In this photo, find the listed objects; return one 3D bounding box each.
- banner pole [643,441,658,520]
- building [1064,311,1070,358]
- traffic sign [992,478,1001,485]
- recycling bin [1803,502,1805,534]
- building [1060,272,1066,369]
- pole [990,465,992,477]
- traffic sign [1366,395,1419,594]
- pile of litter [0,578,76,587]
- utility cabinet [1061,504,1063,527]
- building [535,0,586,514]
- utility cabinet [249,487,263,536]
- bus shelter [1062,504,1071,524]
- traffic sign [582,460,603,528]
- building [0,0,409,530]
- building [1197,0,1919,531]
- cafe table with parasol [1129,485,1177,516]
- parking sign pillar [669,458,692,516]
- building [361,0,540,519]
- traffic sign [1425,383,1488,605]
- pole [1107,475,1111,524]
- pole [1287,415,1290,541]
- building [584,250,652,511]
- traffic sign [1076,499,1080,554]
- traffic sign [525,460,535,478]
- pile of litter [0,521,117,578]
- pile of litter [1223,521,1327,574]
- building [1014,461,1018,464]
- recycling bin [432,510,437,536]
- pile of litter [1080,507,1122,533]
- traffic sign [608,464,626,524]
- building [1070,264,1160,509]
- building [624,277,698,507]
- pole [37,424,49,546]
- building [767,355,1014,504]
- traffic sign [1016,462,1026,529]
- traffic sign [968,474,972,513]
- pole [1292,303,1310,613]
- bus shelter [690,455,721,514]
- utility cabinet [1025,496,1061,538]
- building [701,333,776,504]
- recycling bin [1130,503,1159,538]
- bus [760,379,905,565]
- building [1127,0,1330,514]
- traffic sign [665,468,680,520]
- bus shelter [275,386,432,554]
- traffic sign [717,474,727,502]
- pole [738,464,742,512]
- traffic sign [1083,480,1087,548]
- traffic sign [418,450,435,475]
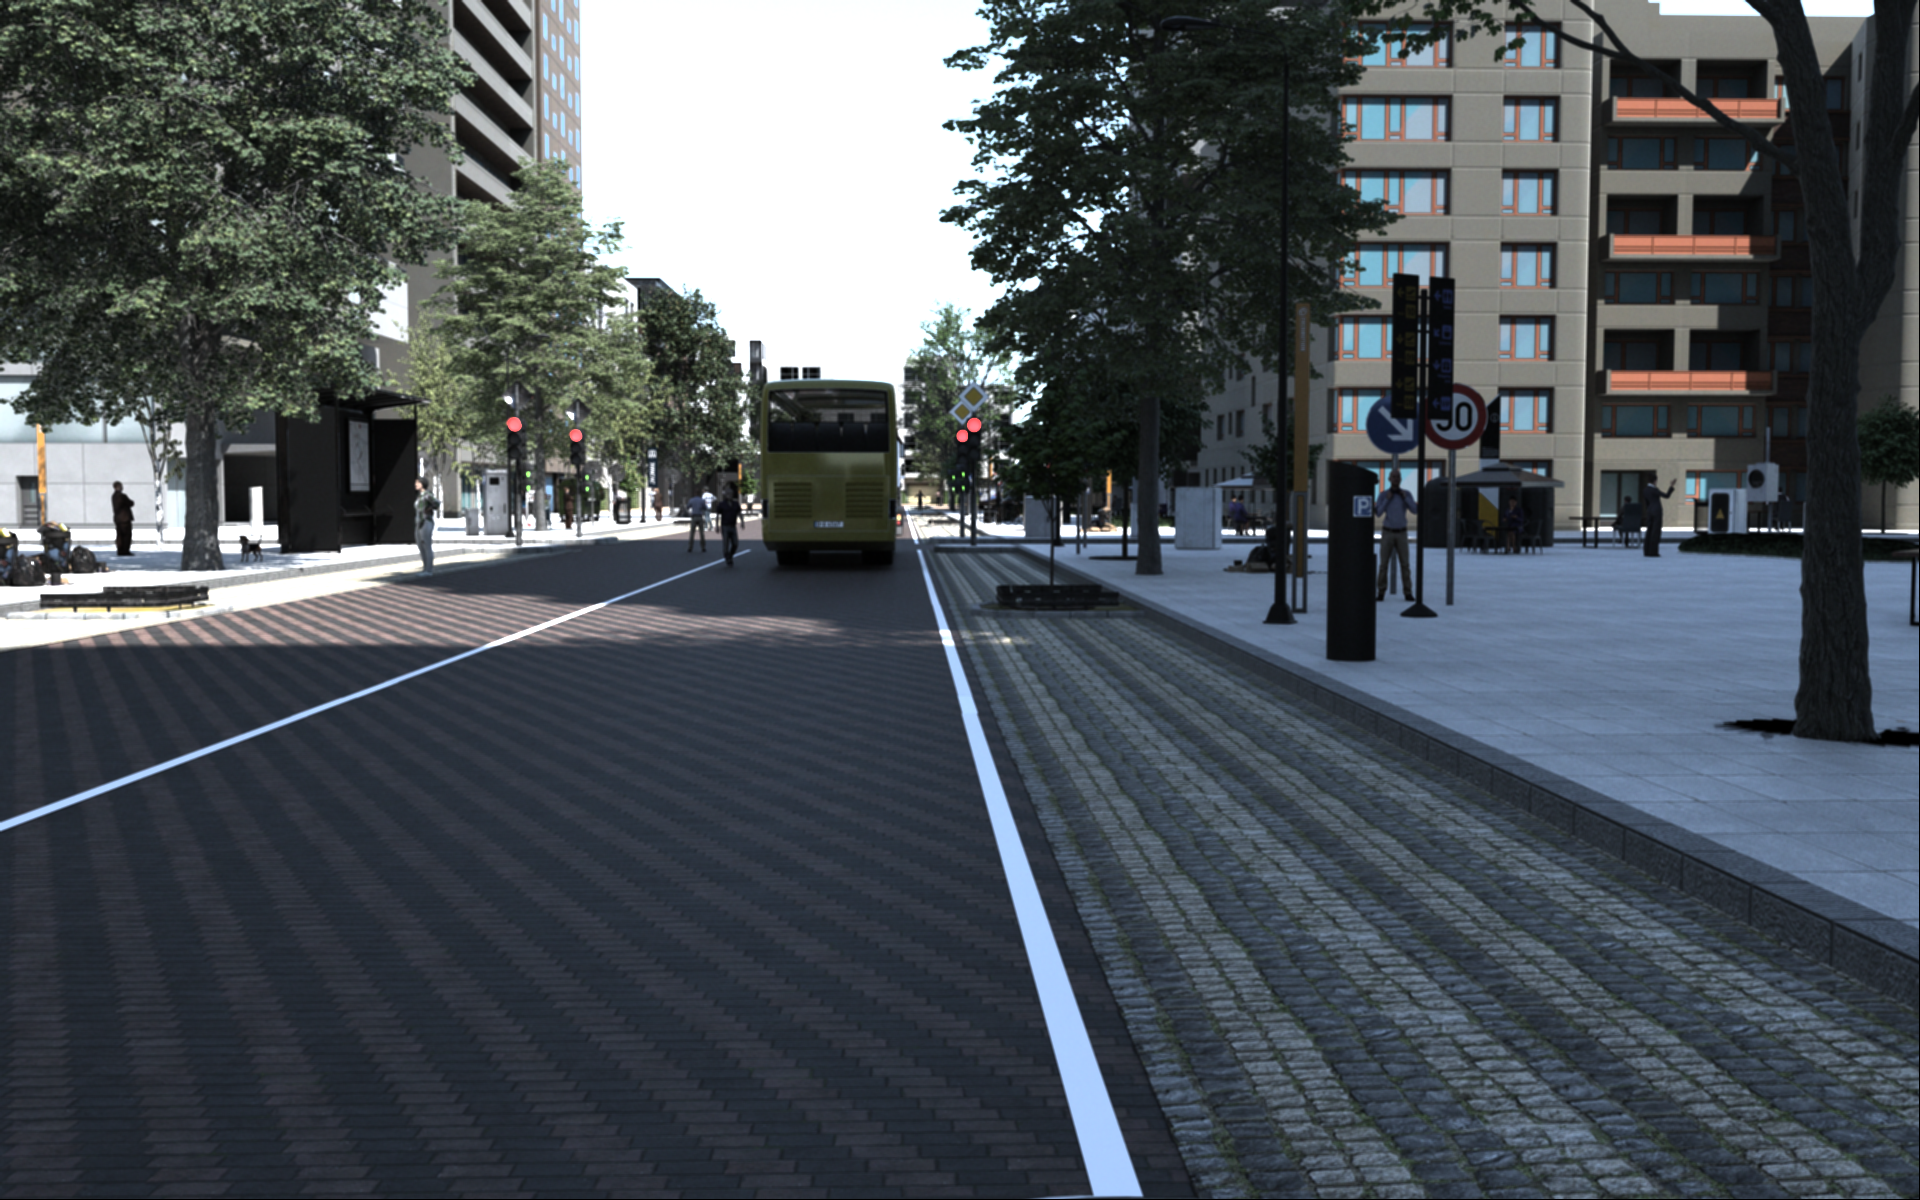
[{"bbox_3d":[-14.670,-5.612,81.775,0.863,3.779,0.401,0,4,4],"label":"banner pole"},{"bbox_3d":[17.393,-18.169,153.482,16.016,20.091,11.380,0,4,-2],"label":"building"},{"bbox_3d":[2.206,-6.263,102.509,0.768,2.556,0.104,0,4,3],"label":"traffic sign"},{"bbox_3d":[26.971,-2.552,54.278,0.722,1.027,0.722,-1,4,-19],"label":"recycling bin"},{"bbox_3d":[23.085,-20.299,175.859,27.936,21.610,32.646,0,4,-2],"label":"building"},{"bbox_3d":[1.434,-5.416,82.392,0.158,3.312,0.155,0,3,0],"label":"pole"},{"bbox_3d":[5.557,-1.347,22.136,0.768,2.556,0.104,0,4,5],"label":"traffic sign"},{"bbox_3d":[-13.341,-0.628,24.240,1.719,0.858,1.176,1,4,11],"label":"pile of litter"},{"bbox_3d":[3.715,-3.540,66.556,0.318,1.500,1.173,1,4,13],"label":"utility cabinet"},{"bbox_3d":[-33.494,-28.492,115.960,14.600,45.320,14.200,0,4,-2],"label":"building"},{"bbox_3d":[-21.284,-2.671,52.346,0.318,1.500,1.173,-2,4,-26],"label":"utility cabinet"},{"bbox_3d":[3.942,-5.316,78.198,1.731,3.624,6.357,0,4,-2],"label":"bus shelter"},{"bbox_3d":[-13.933,-4.010,65.665,0.768,2.556,0.104,0,4,-1],"label":"traffic sign"},{"bbox_3d":[-40.014,-29.559,72.524,28.713,52.752,27.495,0,4,-2],"label":"building"},{"bbox_3d":[26.938,-14.000,73.943,28.899,21.520,27.650,0,4,-2],"label":"building"},{"bbox_3d":[8.917,-4.592,79.944,2.610,1.966,2.610,0,4,5],"label":"cafe table with parasol"},{"bbox_3d":[-16.523,-6.968,102.406,1.447,3.967,1.447,3,5,43],"label":"parking sign pillar"},{"bbox_3d":[-36.870,-29.001,97.871,21.300,48.544,21.600,0,4,-2],"label":"building"},{"bbox_3d":[5.669,-1.215,19.968,0.768,2.556,0.104,0,4,2],"label":"traffic sign"},{"bbox_3d":[5.431,-4.237,63.117,0.158,3.312,0.155,0,3,0],"label":"pole"},{"bbox_3d":[8.204,-3.041,43.566,0.158,3.312,0.155,0,3,0],"label":"pole"},{"bbox_3d":[-35.855,-16.786,140.905,16.747,18.905,31.486,0,4,-2],"label":"building"},{"bbox_3d":[2.535,-2.259,37.048,0.768,2.556,0.104,0,4,7],"label":"traffic sign"},{"bbox_3d":[-16.762,-4.112,66.957,0.795,2.593,0.064,0,4,0],"label":"traffic sign"},{"bbox_3d":[-14.604,-0.854,27.932,1.719,0.858,1.176,-1,4,-12],"label":"pile of litter"},{"bbox_3d":[5.151,-0.882,28.393,1.176,0.858,1.719,-3,5,-39],"label":"pile of litter"},{"bbox_3d":[20.835,-17.392,226.509,28.070,9.664,9.099,0,4,-2],"label":"building"},{"bbox_3d":[-16.444,-2.478,53.064,0.722,1.027,0.722,-1,4,-8],"label":"recycling bin"},{"bbox_3d":[4.779,-2.704,58.175,1.719,0.858,1.176,3,5,41],"label":"pile of litter"},{"bbox_3d":[-14.554,-4.483,73.408,0.768,2.556,0.104,0,4,0],"label":"traffic sign"},{"bbox_3d":[17.747,-17.472,142.086,16.016,20.091,11.380,0,4,-2],"label":"building"},{"bbox_3d":[-44.976,-20.359,176.845,32.646,21.610,27.936,0,4,-2],"label":"building"},{"bbox_3d":[-22.731,-3.000,42.898,0.158,3.312,0.155,0,3,0],"label":"pole"},{"bbox_3d":[-9.070,-22.203,229.480,31.486,18.905,16.747,0,4,-2],"label":"building"},{"bbox_3d":[2.372,-3.890,63.714,0.768,2.556,0.104,0,3,0],"label":"traffic sign"},{"bbox_3d":[0.532,-6.418,105.038,0.768,2.556,0.104,0,4,1],"label":"traffic sign"},{"bbox_3d":[3.671,-1.516,18.629,0.158,3.312,0.155,0,3,0],"label":"pole"},{"bbox_3d":[-15.826,-7.071,106.900,1.731,3.624,6.357,0,4,-2],"label":"bus shelter"},{"bbox_3d":[2.428,-2.430,50.887,1.020,1.237,0.306,1,4,15],"label":"utility cabinet"},{"bbox_3d":[-41.877,-23.796,233.039,32.646,21.610,27.936,0,4,-2],"label":"building"},{"bbox_3d":[5.443,-2.356,51.067,0.722,1.027,0.722,1,4,18],"label":"recycling bin"},{"bbox_3d":[-2.635,-2.841,37.996,2.896,3.916,12.252,0,4,-2],"label":"bus"},{"bbox_3d":[25.515,-31.719,107.852,28.713,52.752,27.495,0,4,-2],"label":"building"},{"bbox_3d":[-14.308,-5.267,86.220,0.768,2.556,0.104,0,4,6],"label":"traffic sign"},{"bbox_3d":[-13.914,-2.988,40.145,1.731,3.624,6.357,0,4,-2],"label":"bus shelter"},{"bbox_3d":[-15.359,-6.815,111.536,0.768,2.556,0.104,0,4,3],"label":"traffic sign"},{"bbox_3d":[-14.902,-7.544,117.181,0.158,3.312,0.155,0,3,0],"label":"pole"},{"bbox_3d":[2.986,-2.521,41.327,0.768,2.556,0.104,0,4,2],"label":"traffic sign"},{"bbox_3d":[-15.910,-3.148,51.198,0.795,2.593,0.064,0,4,-1],"label":"traffic sign"}]
